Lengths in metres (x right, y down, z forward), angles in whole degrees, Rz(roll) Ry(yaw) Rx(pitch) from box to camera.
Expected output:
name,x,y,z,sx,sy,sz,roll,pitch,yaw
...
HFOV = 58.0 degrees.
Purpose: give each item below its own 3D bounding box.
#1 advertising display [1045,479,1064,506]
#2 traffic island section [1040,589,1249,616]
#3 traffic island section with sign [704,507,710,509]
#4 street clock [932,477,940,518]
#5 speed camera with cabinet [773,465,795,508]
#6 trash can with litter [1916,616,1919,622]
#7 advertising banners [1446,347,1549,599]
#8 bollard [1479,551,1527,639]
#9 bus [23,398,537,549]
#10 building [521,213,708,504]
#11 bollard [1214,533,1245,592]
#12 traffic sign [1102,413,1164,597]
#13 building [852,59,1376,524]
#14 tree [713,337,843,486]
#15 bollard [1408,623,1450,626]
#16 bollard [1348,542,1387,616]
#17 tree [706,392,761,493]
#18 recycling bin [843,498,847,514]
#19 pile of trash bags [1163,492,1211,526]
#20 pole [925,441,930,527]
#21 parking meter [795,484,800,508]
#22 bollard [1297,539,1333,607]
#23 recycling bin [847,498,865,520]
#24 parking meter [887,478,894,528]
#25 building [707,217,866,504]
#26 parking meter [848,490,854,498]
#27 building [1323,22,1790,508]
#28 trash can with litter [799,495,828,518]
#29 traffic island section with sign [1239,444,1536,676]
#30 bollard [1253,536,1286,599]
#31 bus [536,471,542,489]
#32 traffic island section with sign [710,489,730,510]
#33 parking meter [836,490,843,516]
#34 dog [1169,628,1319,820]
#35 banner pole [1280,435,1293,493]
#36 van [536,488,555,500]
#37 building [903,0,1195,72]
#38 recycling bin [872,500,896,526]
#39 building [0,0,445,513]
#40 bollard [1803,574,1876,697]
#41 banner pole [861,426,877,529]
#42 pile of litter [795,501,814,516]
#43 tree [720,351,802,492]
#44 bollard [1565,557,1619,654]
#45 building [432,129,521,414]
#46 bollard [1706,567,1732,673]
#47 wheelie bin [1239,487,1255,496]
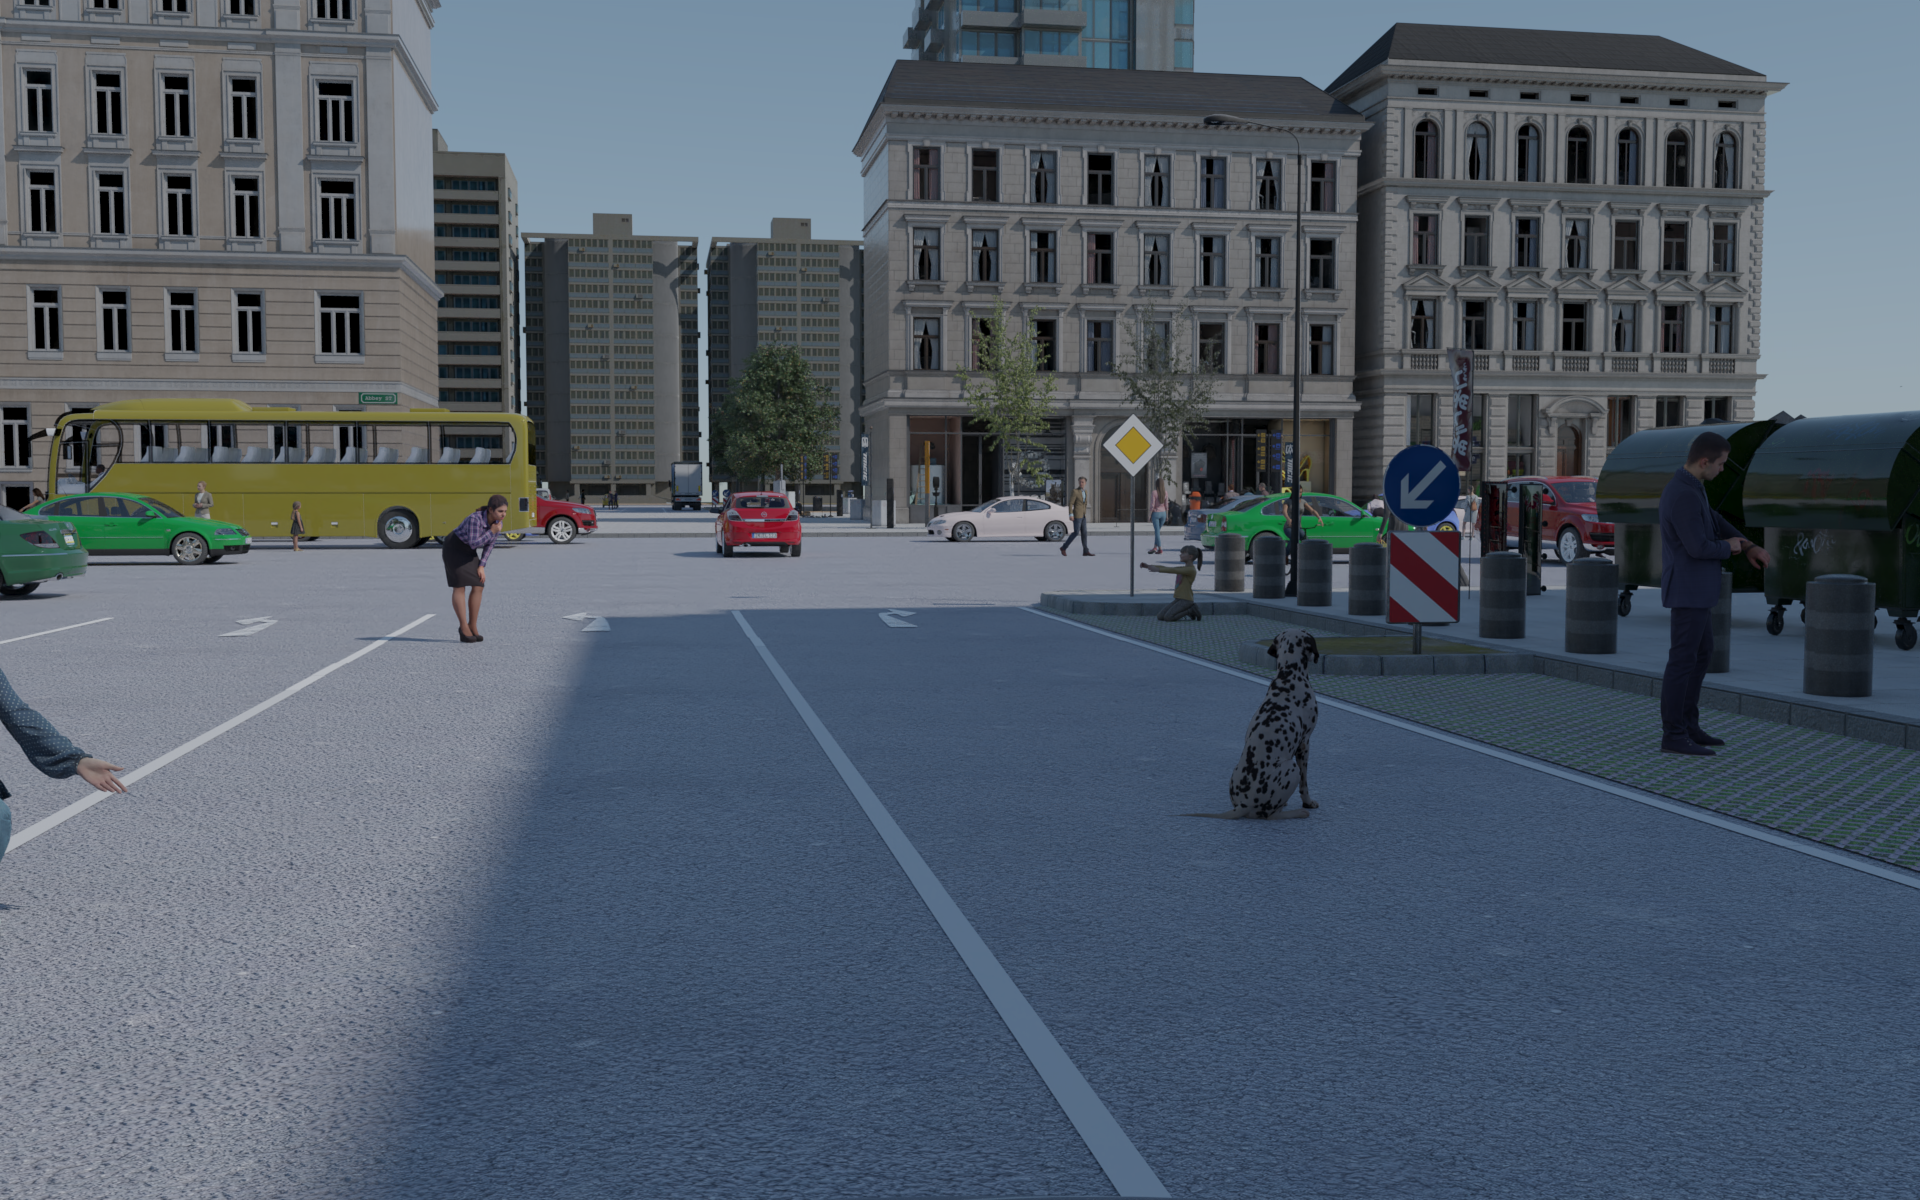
name,x,y,z,sx,sy,sz,roll,pitch,yaw
advertising display,4.001,-4.176,73.486,0.123,1.923,0.974,-3,5,-43
traffic island section,2.170,0.036,21.689,2.009,0.180,2.903,-1,4,-10
traffic island section with sign,-24.334,-9.941,171.158,1.989,1.847,2.006,-1,4,-10
street clock,-0.988,-4.105,71.695,0.358,2.002,0.471,-1,4,-9
speed camera with cabinet,-11.787,-7.474,116.530,0.660,3.252,2.038,2,4,26
trash can with litter,9.264,-0.279,15.956,0.624,1.170,1.055,-1,4,-8
advertising banners,6.616,-1.539,21.348,2.074,3.025,0.090,-3,4,-37
bollard,4.856,-0.047,15.492,0.404,0.777,0.398,0,3,0
bus,-17.502,-3.299,45.484,12.252,3.916,2.896,-1,4,-9
building,-48.485,-33.685,242.622,23.993,40.220,32.217,-1,4,-10
bollard,3.555,-0.496,22.828,0.404,0.777,0.398,0,3,0
traffic sign,2.149,-1.099,21.608,0.795,2.450,0.064,-1,4,-10
building,-2.534,-13.913,78.392,40.483,20.767,10.553,-1,4,-10
tree,-13.346,-12.829,126.767,9.611,12.733,9.660,0,3,0
bollard,4.596,-0.137,16.957,0.404,0.777,0.398,0,3,0
bollard,4.336,-0.227,18.422,0.404,0.777,0.398,0,3,0
tree,-23.000,-15.726,179.172,6.751,12.117,7.091,0,3,0
recycling bin,-7.123,-6.072,111.827,0.722,1.027,0.722,-3,4,-37
pile of trash bags,9.142,-3.645,69.353,1.912,1.369,3.447,0,4,-4
pole,-1.258,-4.456,66.696,0.158,3.312,0.155,0,3,0
parking meter,-9.863,-6.081,105.134,0.255,1.863,0.399,0,4,6
bollard,4.076,-0.317,19.898,0.404,0.777,0.398,0,3,0
recycling bin,-5.036,-4.539,86.772,0.722,1.027,0.722,2,4,32
parking meter,-2.605,-3.609,64.718,0.255,1.863,0.399,0,4,1
building,-23.905,-33.922,246.507,23.993,40.220,32.217,-1,4,-10
parking meter,-7.236,-6.503,114.737,0.372,1.533,0.369,0,3,0
building,27.226,-15.574,83.505,19.941,23.489,11.050,-1,4,-10
trash can with litter,-8.134,-5.089,94.262,2.233,1.210,1.678,0,3,0
traffic island section with sign,3.442,-0.362,14.540,1.989,1.847,2.006,-1,4,-10
bollard,3.815,-0.406,21.363,0.404,0.777,0.398,0,3,0
bus,-39.568,-10.076,156.291,2.896,3.916,12.252,-1,4,-10
traffic island section with sign,-19.633,-8.317,144.615,1.989,1.847,2.006,-1,4,-10
parking meter,-6.895,-5.560,99.319,0.372,1.533,0.369,0,3,0
dog,1.304,0.554,7.786,0.800,0.831,0.513,-1,4,-12
banner pole,13.841,-5.103,73.457,0.863,3.779,0.401,0,4,7
van,-31.393,-7.516,129.895,2.013,2.044,4.112,-1,4,-12
building,7.089,-32.632,153.147,23.786,49.044,30.456,-1,4,-10
recycling bin,-3.043,-3.462,69.162,0.722,1.027,0.722,-2,4,-32
building,-33.351,-17.649,74.470,20.117,28.700,13.634,-1,4,-10
bollard,5.633,0.221,11.097,0.404,0.777,0.398,0,3,0
banner pole,-3.402,-4.510,63.750,0.401,3.779,0.863,2,4,32
pile of litter,-9.246,-5.348,101.400,1.719,0.858,1.176,-2,4,-35
tree,-15.559,-13.445,137.953,7.486,12.596,7.792,0,3,0
bollard,5.116,0.042,14.028,0.404,0.777,0.398,0,3,0
building,-70.637,-37.226,232.350,21.600,48.544,21.300,-1,4,-10
bollard,5.376,0.132,12.563,0.404,0.777,0.398,0,3,0
wheelie bin,12.479,-4.107,75.050,0.693,1.594,0.980,-1,4,-21
